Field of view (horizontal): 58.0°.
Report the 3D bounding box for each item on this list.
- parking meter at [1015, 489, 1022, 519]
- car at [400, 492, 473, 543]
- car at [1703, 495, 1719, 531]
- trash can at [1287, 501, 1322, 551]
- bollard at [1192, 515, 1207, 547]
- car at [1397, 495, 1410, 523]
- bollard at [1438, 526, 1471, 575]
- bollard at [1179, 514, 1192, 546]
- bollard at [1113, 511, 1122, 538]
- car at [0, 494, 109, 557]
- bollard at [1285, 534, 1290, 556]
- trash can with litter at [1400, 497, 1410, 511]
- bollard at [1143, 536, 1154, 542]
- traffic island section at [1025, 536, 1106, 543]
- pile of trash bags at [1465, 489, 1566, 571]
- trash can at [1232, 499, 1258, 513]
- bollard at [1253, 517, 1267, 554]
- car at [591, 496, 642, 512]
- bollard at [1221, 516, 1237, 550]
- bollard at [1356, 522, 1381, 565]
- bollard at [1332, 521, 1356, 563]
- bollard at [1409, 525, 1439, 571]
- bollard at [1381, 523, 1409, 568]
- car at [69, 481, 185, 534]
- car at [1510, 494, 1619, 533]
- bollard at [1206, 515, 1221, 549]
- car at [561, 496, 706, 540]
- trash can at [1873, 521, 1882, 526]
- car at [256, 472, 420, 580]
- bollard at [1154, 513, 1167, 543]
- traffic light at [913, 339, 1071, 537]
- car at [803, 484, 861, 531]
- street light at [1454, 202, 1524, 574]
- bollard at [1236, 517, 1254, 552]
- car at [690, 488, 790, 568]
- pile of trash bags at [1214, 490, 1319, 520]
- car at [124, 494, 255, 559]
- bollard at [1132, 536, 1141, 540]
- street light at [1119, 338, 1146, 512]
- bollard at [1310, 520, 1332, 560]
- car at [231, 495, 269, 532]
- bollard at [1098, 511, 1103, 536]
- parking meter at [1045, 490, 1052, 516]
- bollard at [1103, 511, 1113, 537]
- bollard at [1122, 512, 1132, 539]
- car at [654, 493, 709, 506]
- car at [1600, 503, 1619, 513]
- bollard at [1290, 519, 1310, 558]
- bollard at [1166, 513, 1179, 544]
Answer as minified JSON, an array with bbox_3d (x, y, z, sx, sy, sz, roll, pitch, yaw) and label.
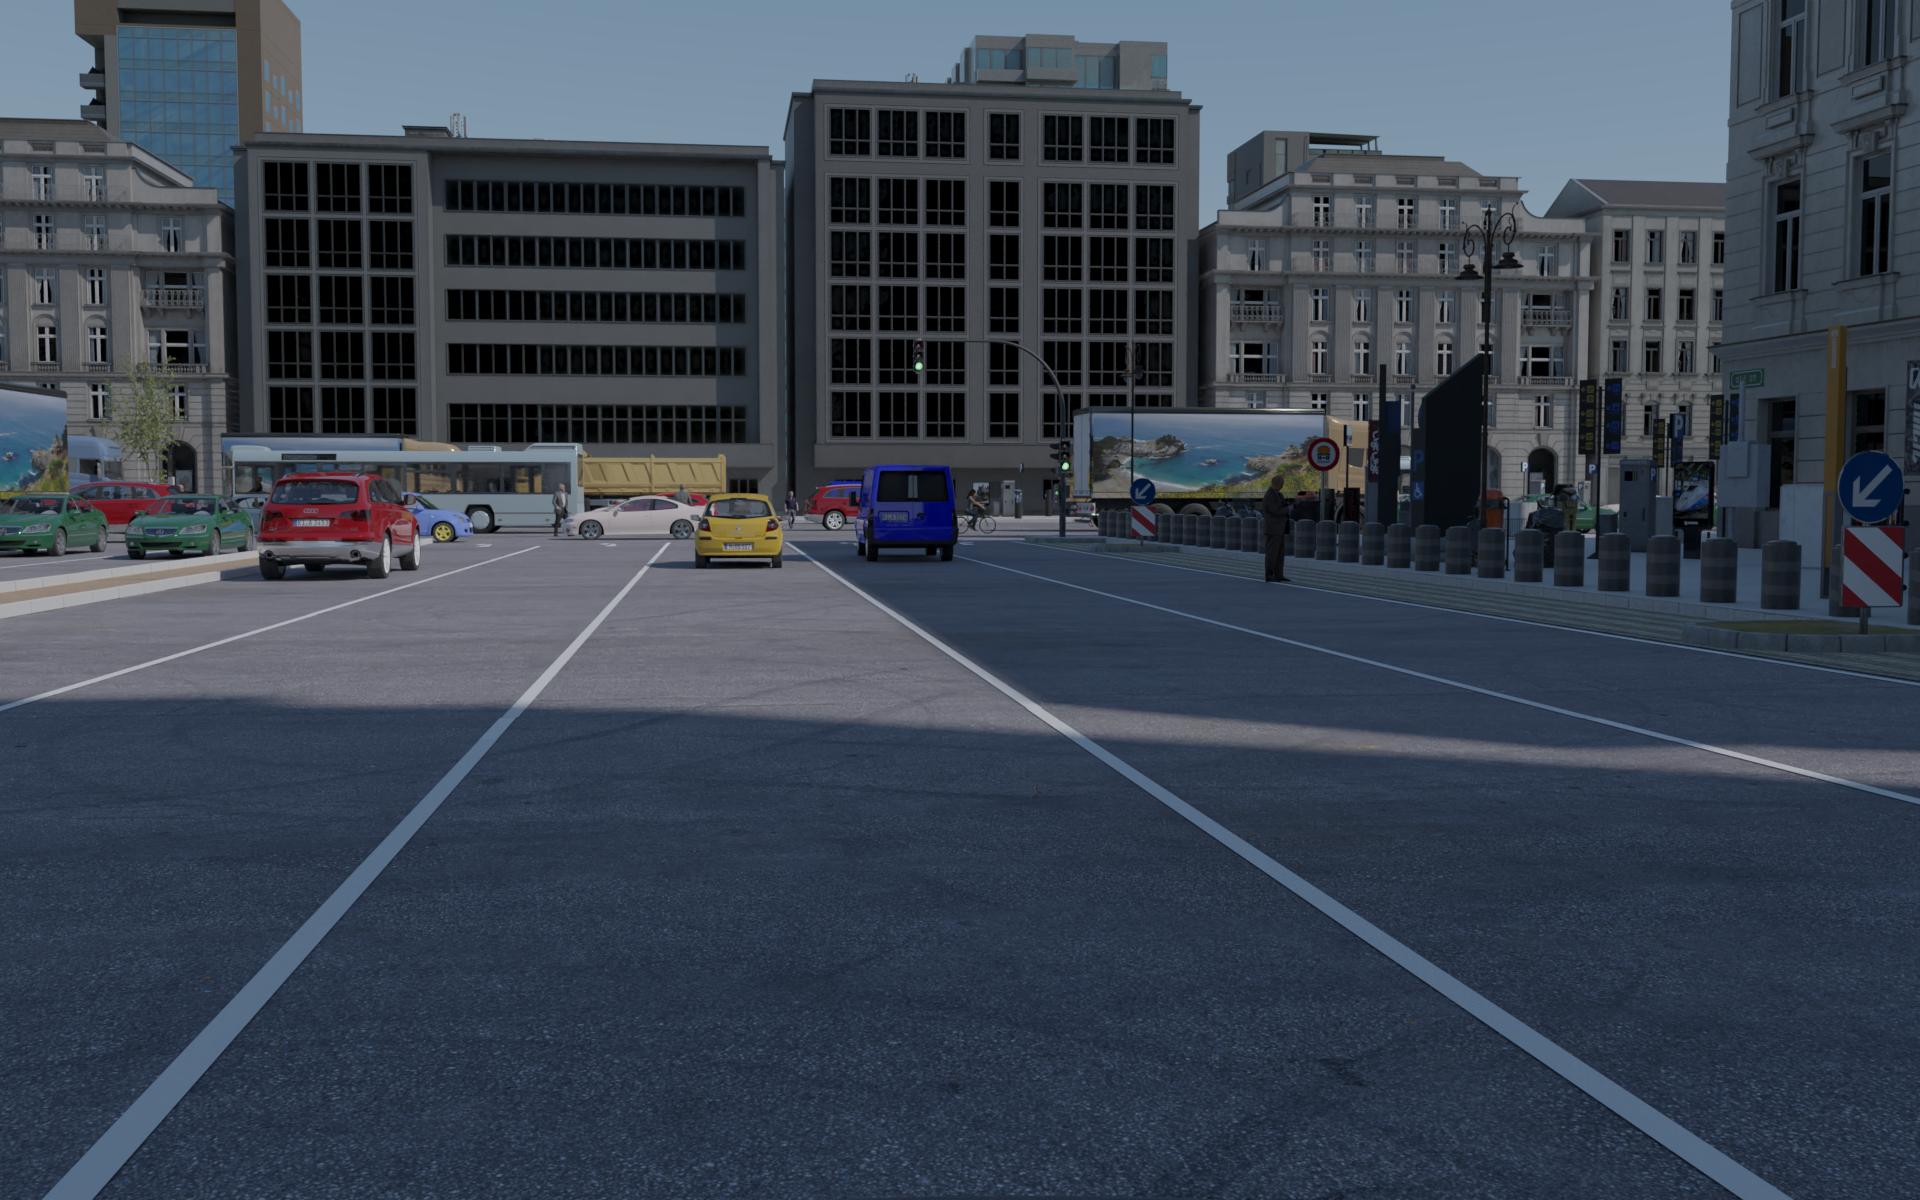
[{"bbox_3d":[3.023,-4.991,90.005,0.372,1.533,0.369,0,3,0],"label":"parking meter"},{"bbox_3d":[-16.392,-2.561,51.456,3.694,1.707,1.945,-1,4,-9],"label":"car"},{"bbox_3d":[30.291,-3.475,68.607,4.920,1.459,2.131,-1,4,-10],"label":"car"},{"bbox_3d":[7.424,-1.571,37.344,0.748,1.137,0.748,0,3,0],"label":"trash can"},{"bbox_3d":[5.943,-1.672,42.054,0.404,0.777,0.398,0,3,0],"label":"bollard"},{"bbox_3d":[19.103,-3.745,73.022,4.920,1.459,2.131,0,4,-7],"label":"car"},{"bbox_3d":[7.984,-0.797,27.743,0.404,0.777,0.398,0,3,0],"label":"bollard"},{"bbox_3d":[5.772,-1.745,43.246,0.404,0.777,0.398,0,3,0],"label":"bollard"},{"bbox_3d":[4.756,-2.182,50.396,0.404,0.777,0.398,0,3,0],"label":"bollard"},{"bbox_3d":[-21.746,-1.789,41.053,2.131,1.459,4.920,-1,4,-9],"label":"car"},{"bbox_3d":[6.791,-1.308,36.104,0.404,0.777,0.398,0,3,0],"label":"bollard"},{"bbox_3d":[12.953,-2.279,48.321,2.233,1.210,1.678,0,4,6],"label":"trash can with litter"},{"bbox_3d":[5.268,-1.963,46.816,0.404,0.777,0.398,0,3,0],"label":"bollard"},{"bbox_3d":[3.065,-1.796,51.641,2.009,0.180,2.903,0,4,-8],"label":"traffic island section"},{"bbox_3d":[9.573,-1.257,30.312,1.912,1.369,3.447,2,4,26],"label":"pile of trash bags"},{"bbox_3d":[8.145,-2.320,49.585,0.748,1.137,0.748,0,3,0],"label":"trash can"},{"bbox_3d":[6.624,-1.381,37.294,0.404,0.777,0.398,0,3,0],"label":"bollard"},{"bbox_3d":[-13.064,-3.620,71.547,4.827,1.381,2.083,-1,4,-10],"label":"car"},{"bbox_3d":[6.285,-1.526,39.674,0.404,0.777,0.398,0,3,0],"label":"bollard"},{"bbox_3d":[7.473,-1.016,31.330,0.404,0.777,0.398,0,3,0],"label":"bollard"},{"bbox_3d":[7.303,-1.089,32.520,0.404,0.777,0.398,0,3,0],"label":"bollard"},{"bbox_3d":[7.812,-0.869,28.932,0.404,0.777,0.398,0,3,0],"label":"bollard"},{"bbox_3d":[7.641,-0.943,30.137,0.404,0.777,0.398,0,3,0],"label":"bollard"},{"bbox_3d":[-25.409,-2.601,51.192,5.304,1.827,2.281,-1,4,-9],"label":"car"},{"bbox_3d":[21.510,-3.103,62.532,4.920,1.459,2.131,0,4,-7],"label":"car"},{"bbox_3d":[6.110,-1.599,40.865,0.404,0.777,0.398,0,3,0],"label":"bollard"},{"bbox_3d":[-10.175,-2.601,54.892,4.827,1.381,2.083,-1,4,-10],"label":"car"},{"bbox_3d":[15.945,-1.140,30.300,0.748,1.137,0.748,0,3,0],"label":"trash can"},{"bbox_3d":[-10.923,-1.346,30.686,2.281,1.827,5.304,-1,4,-8],"label":"car"},{"bbox_3d":[5.433,-1.890,45.625,0.404,0.777,0.398,0,3,0],"label":"bollard"},{"bbox_3d":[0.966,-4.674,51.087,4.771,5.953,1.251,0,4,-8],"label":"traffic light"},{"bbox_3d":[-3.538,-3.659,68.502,5.304,1.827,2.281,-1,4,-9],"label":"car"},{"bbox_3d":[8.428,-3.362,27.758,0.468,5.910,1.993,0,4,-8],"label":"street light"},{"bbox_3d":[6.453,-1.454,38.484,0.404,0.777,0.398,0,3,0],"label":"bollard"},{"bbox_3d":[-4.431,-1.506,34.852,2.015,1.641,3.980,0,4,-6],"label":"car"},{"bbox_3d":[7.842,-2.092,43.961,1.912,1.369,3.447,-2,4,-32],"label":"pile of trash bags"},{"bbox_3d":[-17.615,-1.711,39.767,2.131,1.459,4.920,0,4,-8],"label":"car"},{"bbox_3d":[5.093,-2.037,48.016,0.404,0.777,0.398,0,3,0],"label":"bollard"},{"bbox_3d":[5.122,-4.811,51.452,0.468,5.910,1.993,0,4,-8],"label":"street light"},{"bbox_3d":[7.132,-1.162,33.710,0.404,0.777,0.398,0,3,0],"label":"bollard"},{"bbox_3d":[-23.199,-2.835,58.351,4.499,1.417,2.014,0,4,-7],"label":"car"},{"bbox_3d":[4.413,-2.329,52.789,0.404,0.777,0.398,0,3,0],"label":"bollard"},{"bbox_3d":[5.074,-5.561,99.338,0.372,1.533,0.369,0,3,0],"label":"parking meter"},{"bbox_3d":[4.585,-2.255,51.586,0.404,0.777,0.398,0,3,0],"label":"bollard"},{"bbox_3d":[4.923,-2.109,49.206,0.404,0.777,0.398,0,3,0],"label":"bollard"},{"bbox_3d":[-11.814,-3.647,68.672,4.494,1.783,2.155,-1,4,-9],"label":"car"},{"bbox_3d":[35.296,-4.733,89.753,4.827,1.381,2.083,0,4,-7],"label":"car"},{"bbox_3d":[6.961,-1.235,34.914,0.404,0.777,0.398,0,3,0],"label":"bollard"},{"bbox_3d":[5.603,-1.818,44.436,0.404,0.777,0.398,0,3,0],"label":"bollard"}]
